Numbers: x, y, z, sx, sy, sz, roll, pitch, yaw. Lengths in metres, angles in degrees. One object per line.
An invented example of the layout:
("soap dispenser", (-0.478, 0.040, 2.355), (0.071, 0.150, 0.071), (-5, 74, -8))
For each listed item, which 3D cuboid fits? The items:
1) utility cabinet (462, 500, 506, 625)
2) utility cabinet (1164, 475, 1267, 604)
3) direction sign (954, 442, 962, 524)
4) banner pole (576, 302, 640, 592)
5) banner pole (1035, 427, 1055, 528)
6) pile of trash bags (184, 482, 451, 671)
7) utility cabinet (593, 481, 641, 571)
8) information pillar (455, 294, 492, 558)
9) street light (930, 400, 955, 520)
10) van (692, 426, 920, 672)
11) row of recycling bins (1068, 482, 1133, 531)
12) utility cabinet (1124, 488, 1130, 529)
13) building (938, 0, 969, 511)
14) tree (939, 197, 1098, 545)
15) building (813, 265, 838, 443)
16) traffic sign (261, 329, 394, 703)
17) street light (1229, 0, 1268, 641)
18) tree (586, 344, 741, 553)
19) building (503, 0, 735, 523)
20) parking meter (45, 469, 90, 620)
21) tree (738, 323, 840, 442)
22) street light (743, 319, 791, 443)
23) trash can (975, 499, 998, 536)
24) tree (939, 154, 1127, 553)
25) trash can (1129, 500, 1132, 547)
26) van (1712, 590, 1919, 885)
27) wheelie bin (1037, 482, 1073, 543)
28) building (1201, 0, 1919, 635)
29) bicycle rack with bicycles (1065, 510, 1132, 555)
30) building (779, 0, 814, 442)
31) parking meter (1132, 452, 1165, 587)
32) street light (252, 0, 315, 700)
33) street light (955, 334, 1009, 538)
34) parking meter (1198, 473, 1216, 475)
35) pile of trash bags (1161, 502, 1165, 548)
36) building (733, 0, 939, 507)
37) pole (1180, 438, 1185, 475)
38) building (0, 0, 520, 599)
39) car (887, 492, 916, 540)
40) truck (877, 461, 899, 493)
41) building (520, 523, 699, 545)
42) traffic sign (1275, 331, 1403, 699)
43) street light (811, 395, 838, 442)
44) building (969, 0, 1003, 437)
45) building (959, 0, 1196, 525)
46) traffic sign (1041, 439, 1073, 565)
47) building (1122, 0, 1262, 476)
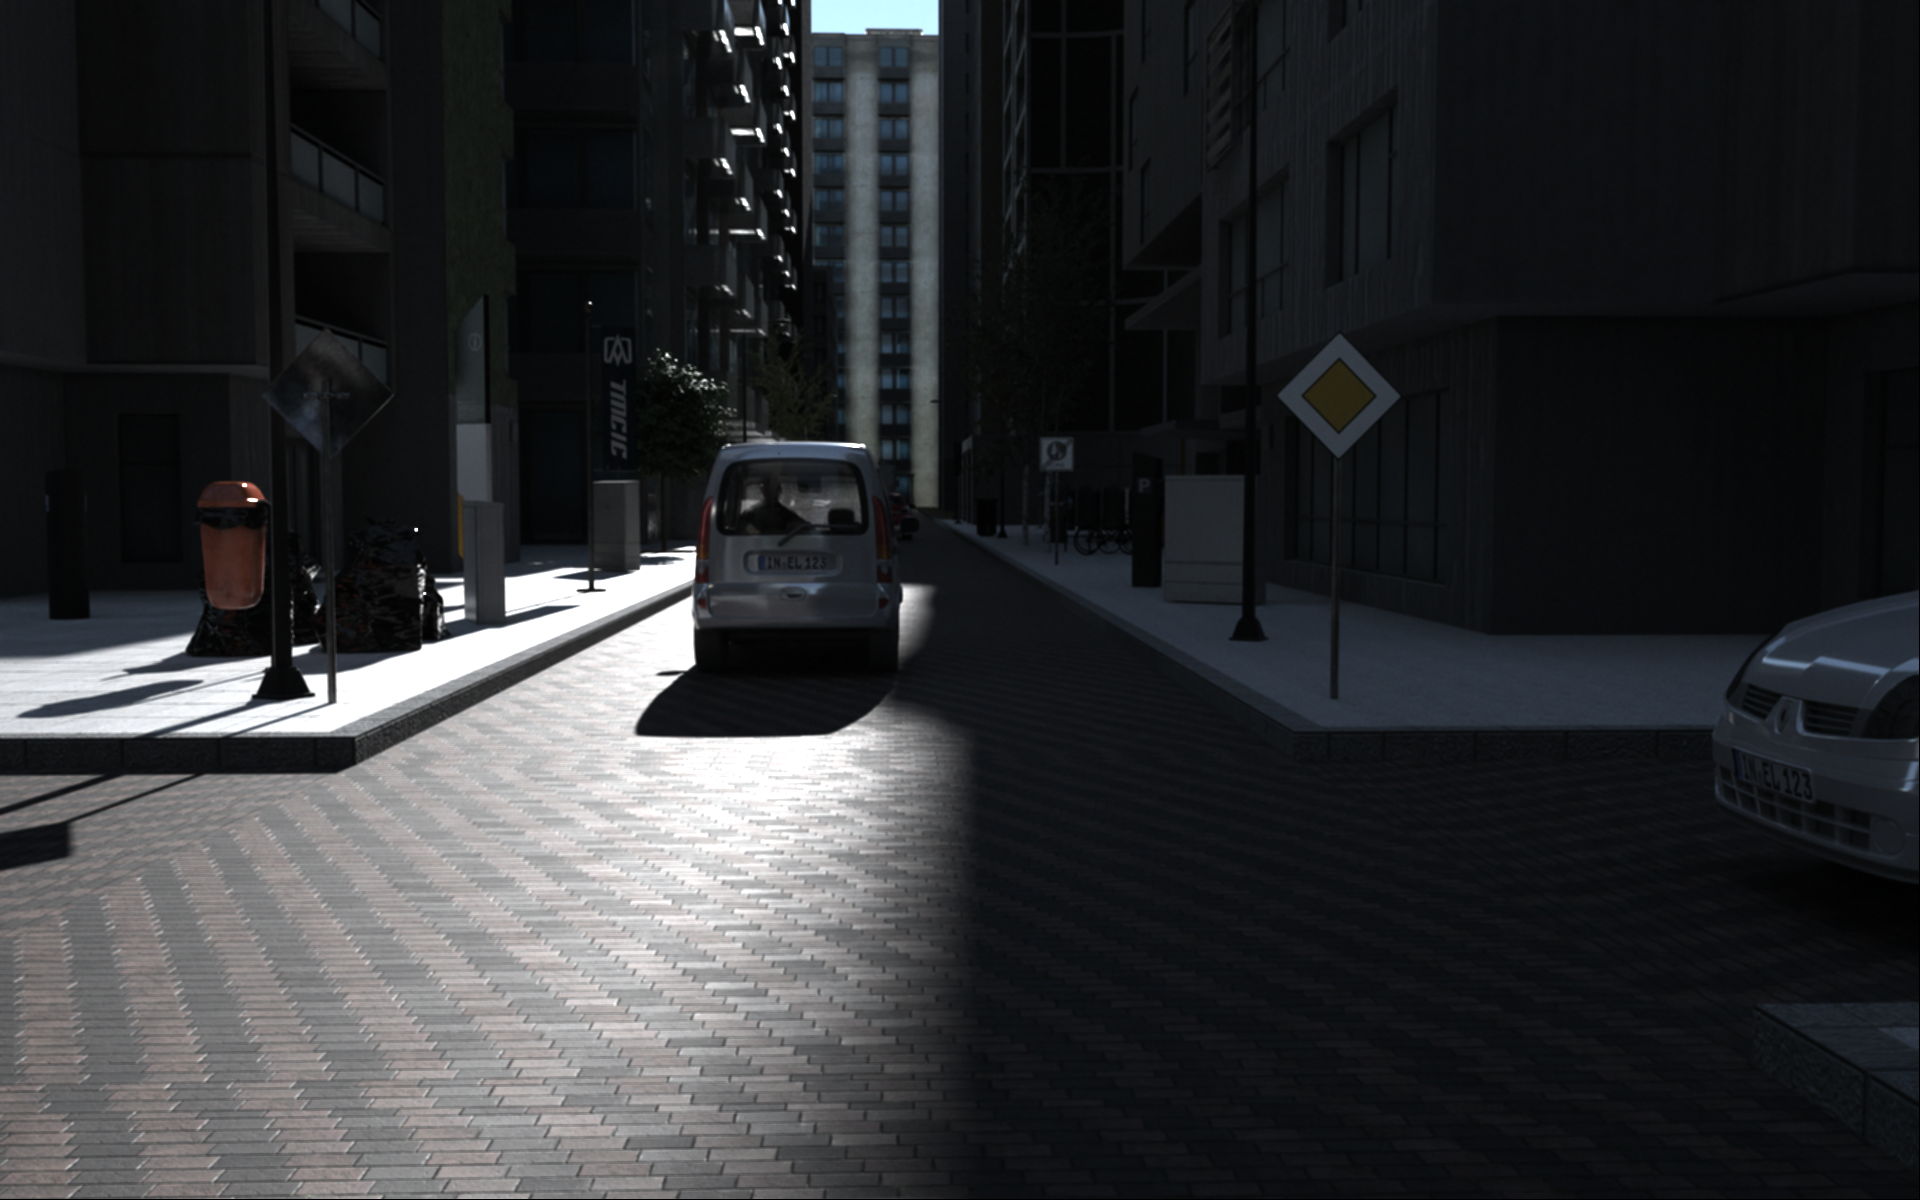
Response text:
("utility cabinet", (-4.790, -0.384, 17.443), (0.306, 1.237, 1.020), (-1, 4, -23))
("utility cabinet", (2.990, -0.709, 20.271), (1.173, 1.500, 0.318), (2, 4, 34))
("direction sign", (-0.086, -5.094, 75.282), (0.379, 3.537, 0.876), (1, 4, 22))
("banner pole", (-4.642, -2.005, 22.796), (0.863, 3.779, 0.401), (-2, 4, -23))
("banner pole", (3.231, -4.573, 64.792), (0.863, 3.779, 0.401), (0, 4, -7))
("pile of trash bags", (-5.341, -0.260, 14.005), (1.912, 1.369, 3.447), (0, 4, -4))
("utility cabinet", (-5.772, -1.233, 28.845), (0.318, 1.500, 1.173), (-3, 5, -41))
("information pillar", (-5.739, -1.782, 20.485), (0.504, 3.616, 0.183), (2, 4, 28))
("street light", (-0.766, -6.929, 85.831), (1.470, 5.913, 1.316), (0, 4, -2))
("van", (-1.356, -0.510, 15.349), (2.013, 2.044, 4.112), (0, 4, -2))
("row of recycling bins", (5.051, -3.318, 61.357), (3.534, 1.692, 1.069), (0, 4, 7))
("utility cabinet", (6.100, -3.349, 63.441), (0.318, 1.500, 1.173), (-2, 4, -23))
("building", (8.663, -36.964, 146.356), (21.231, 58.520, 28.212), (0, 4, -2))
("tree", (1.597, -5.700, 43.560), (4.737, 8.622, 4.395), (0, 3, 0))
("building", (-25.279, -18.481, 147.204), (28.899, 21.520, 27.650), (0, 4, -2))
("traffic sign", (-3.849, -0.424, 10.567), (0.795, 2.450, 0.064), (0, 4, -2))
("street light", (1.998, -2.600, 15.052), (1.470, 5.913, 1.316), (0, 4, -2))
("tree", (-6.457, -3.330, 38.152), (4.285, 4.588, 4.351), (0, 3, 0))
("building", (-21.015, -29.357, 99.592), (23.786, 49.044, 30.456), (0, 4, -2))
("parking meter", (-9.180, -0.575, 17.813), (0.372, 1.533, 0.369), (0, 3, 0))
("tree", (-7.520, -7.658, 75.572), (4.737, 8.622, 4.395), (0, 3, 0))
("street light", (-5.196, -4.503, 46.167), (1.470, 5.913, 1.316), (0, 4, -2))
("trash can", (0.816, -2.520, 52.859), (0.748, 1.137, 0.748), (0, 3, 0))
("tree", (1.834, -5.363, 38.047), (4.360, 8.622, 3.978), (0, 3, 0))
("trash can", (4.295, -1.749, 40.248), (0.748, 1.137, 0.748), (0, 3, 0))
("van", (4.812, 0.064, 5.970), (4.112, 2.044, 2.013), (0, 4, -2))
("wheelie bin", (2.514, -2.317, 45.798), (0.980, 1.594, 0.693), (1, 4, 9))
("building", (10.675, -20.444, 17.855), (14.086, 41.232, 14.154), (0, 4, -2))
("bicycle rack with bicycles", (3.579, -1.481, 37.590), (2.925, 0.926, 2.852), (-1, 4, -12))
("building", (-17.694, -28.896, 122.562), (14.600, 45.320, 14.200), (0, 4, -2))
("parking meter", (2.597, -1.112, 23.898), (0.399, 1.863, 0.255), (2, 4, 27))
("street light", (-3.734, -2.339, 10.781), (1.470, 5.913, 1.316), (0, 4, -2))
("street light", (0.698, -4.765, 50.445), (1.470, 5.913, 1.316), (0, 4, -2))
("parking meter", (3.039, -0.803, 21.543), (0.372, 1.533, 0.369), (0, 3, 0))
("pile of trash bags", (4.239, -1.080, 27.418), (3.447, 1.369, 1.912), (-2, 4, -35))
("building", (-6.943, -34.346, 181.171), (30.456, 49.044, 23.786), (0, 4, -2))
("pole", (7.760, -4.070, 60.385), (0.158, 3.312, 0.155), (0, 3, 0))
("building", (-15.115, -20.856, 24.599), (14.154, 41.232, 14.086), (0, 4, -2))
("car", (-2.473, -2.845, 55.563), (2.155, 1.783, 4.494), (0, 4, -4))
("truck", (-6.965, -10.131, 154.549), (2.839, 4.237, 11.283), (0, 4, -1))
("building", (-17.881, -26.598, 54.490), (23.786, 49.044, 30.456), (0, 4, -2))
("traffic sign", (2.341, -0.437, 10.785), (0.795, 2.450, 0.064), (0, 4, -2))
("street light", (-6.447, -6.668, 81.561), (1.470, 5.913, 1.316), (0, 4, -2))
("building", (7.702, -27.302, 96.502), (14.600, 45.320, 14.200), (0, 4, -2))
("building", (10.518, -38.922, 74.622), (20.563, 71.187, 20.611), (0, 4, -2))
("traffic sign", (1.750, -1.786, 31.326), (0.606, 2.300, 0.079), (0, 4, 7))
("building", (19.224, -27.784, 43.502), (28.713, 52.752, 27.495), (0, 4, -2))
